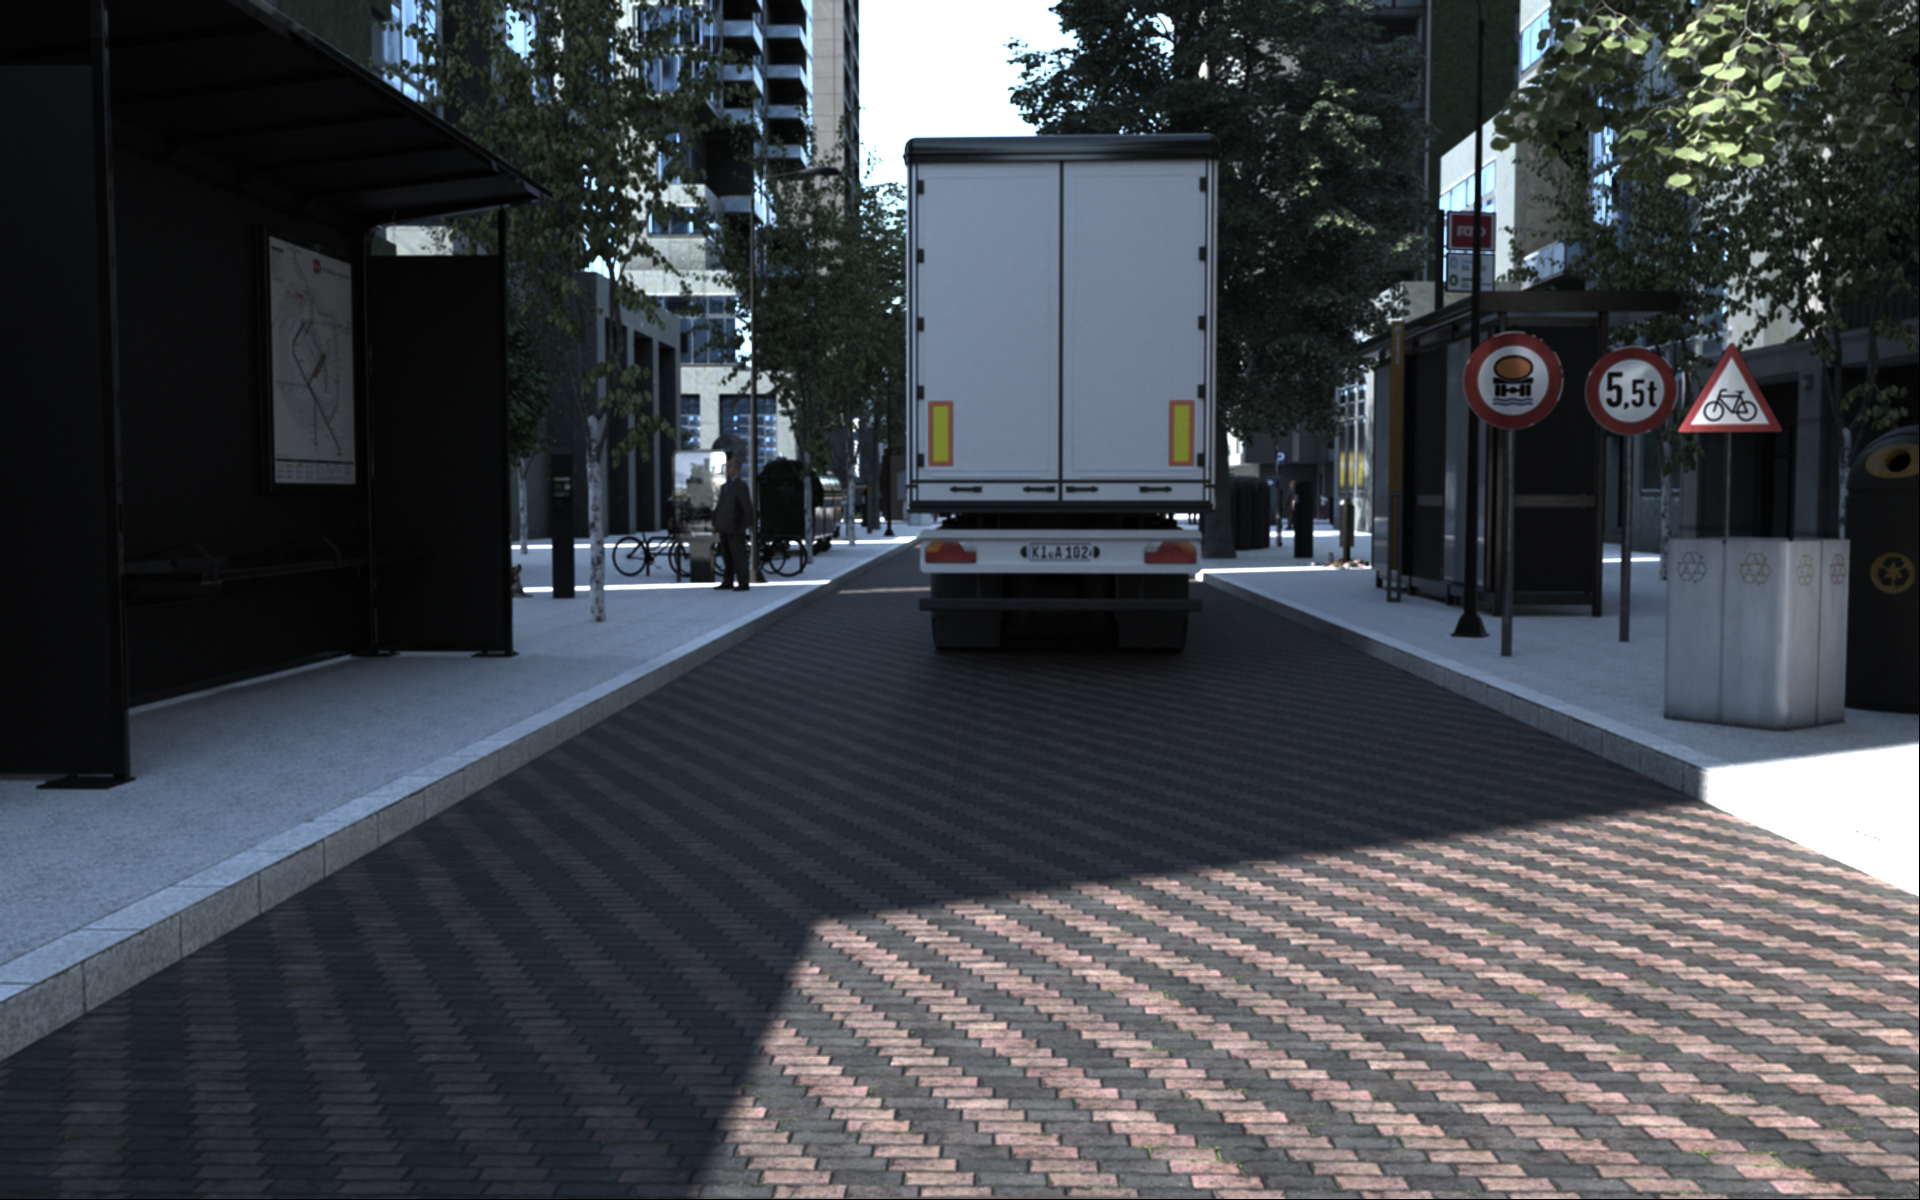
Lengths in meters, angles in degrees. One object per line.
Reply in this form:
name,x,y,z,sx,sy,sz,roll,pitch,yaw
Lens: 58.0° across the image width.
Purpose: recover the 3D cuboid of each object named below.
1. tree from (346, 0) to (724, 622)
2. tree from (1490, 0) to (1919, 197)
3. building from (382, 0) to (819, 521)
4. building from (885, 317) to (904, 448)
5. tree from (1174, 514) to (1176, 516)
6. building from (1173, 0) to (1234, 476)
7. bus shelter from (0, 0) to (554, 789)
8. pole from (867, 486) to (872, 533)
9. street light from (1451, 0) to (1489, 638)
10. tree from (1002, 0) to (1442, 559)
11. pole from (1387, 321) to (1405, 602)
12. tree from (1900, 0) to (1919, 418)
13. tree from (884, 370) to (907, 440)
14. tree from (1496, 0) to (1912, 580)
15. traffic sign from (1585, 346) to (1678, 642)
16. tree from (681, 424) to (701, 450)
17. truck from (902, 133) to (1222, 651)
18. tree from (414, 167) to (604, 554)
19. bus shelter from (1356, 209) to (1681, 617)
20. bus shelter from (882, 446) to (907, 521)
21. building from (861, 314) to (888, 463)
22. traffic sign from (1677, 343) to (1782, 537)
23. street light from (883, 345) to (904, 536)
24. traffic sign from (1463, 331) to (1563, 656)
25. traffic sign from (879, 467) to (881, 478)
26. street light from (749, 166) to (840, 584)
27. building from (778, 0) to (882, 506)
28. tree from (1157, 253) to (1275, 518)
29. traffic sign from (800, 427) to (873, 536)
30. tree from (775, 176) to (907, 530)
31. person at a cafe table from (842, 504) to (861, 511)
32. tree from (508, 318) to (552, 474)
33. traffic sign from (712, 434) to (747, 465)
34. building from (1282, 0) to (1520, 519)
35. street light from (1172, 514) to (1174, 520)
tree,-3.792,-4.075,16.993,4.737,8.622,4.395,0,3,0
tree,4.600,-5.398,6.381,7.486,12.596,7.792,0,3,0
building,-19.373,-48.392,103.877,22.319,86.520,31.000,0,4,1
building,-23.249,-22.428,210.679,32.646,21.610,27.936,0,4,1
tree,12.609,-9.249,101.589,4.360,8.622,3.978,0,3,0
building,25.800,-30.052,115.059,21.300,48.544,21.600,0,4,1
bus shelter,-4.117,-1.181,10.597,1.731,3.624,6.357,0,4,2
pole,-2.948,-3.823,56.343,0.158,3.312,0.155,0,3,0
street light,4.070,-2.627,15.497,1.470,5.913,1.316,0,4,1
tree,5.196,-7.801,34.206,9.857,13.997,8.962,0,3,0
pole,5.165,-1.632,20.523,0.158,3.312,0.155,0,3,0
tree,10.347,-4.284,20.400,4.737,8.622,4.395,0,3,0
tree,-0.313,-12.459,129.460,9.928,11.665,9.643,0,3,0
tree,10.264,-4.595,25.492,4.737,8.622,4.395,0,3,0
traffic sign,5.788,-0.912,15.014,0.768,2.556,0.104,1,4,8
tree,-11.796,-5.108,67.226,4.285,4.588,4.351,0,3,0
truck,1.097,-1.850,19.155,2.839,4.237,11.283,0,4,3
tree,-9.414,-5.274,36.597,4.360,8.622,3.978,0,3,0
bus shelter,6.476,-2.725,22.191,2.179,5.291,8.768,0,4,1
bus shelter,-2.789,-5.761,85.469,1.731,3.624,6.357,0,4,1
building,-15.488,-20.100,185.056,16.016,20.091,11.380,0,4,1
traffic sign,6.639,-0.917,15.003,0.884,2.594,0.081,0,4,3
street light,-1.628,-4.912,52.853,1.470,5.913,1.316,0,4,1
traffic sign,4.331,-0.828,13.651,0.768,2.556,0.104,0,4,5
traffic sign,-3.645,-4.385,71.797,0.768,2.556,0.104,0,4,4
street light,-2.407,-3.191,24.716,1.470,5.913,1.316,0,4,1
building,-16.335,-42.799,138.023,20.563,71.187,20.611,0,4,1
tree,5.909,-7.653,50.875,9.928,11.665,9.643,0,3,0
traffic sign,-3.754,-3.590,52.566,2.265,3.308,0.079,0,4,8
tree,-2.702,-8.817,62.290,7.486,12.596,7.792,0,3,0
person at a cafe table,-6.556,-5.307,95.289,1.698,1.524,1.622,-2,4,-32
tree,-7.807,-2.628,26.677,4.285,4.588,4.351,0,3,0
traffic sign,-4.885,-2.235,36.652,0.768,2.556,0.104,0,4,4
building,21.831,-25.050,93.159,14.086,41.232,14.154,0,4,1
street light,4.857,-4.375,44.070,1.470,5.913,1.316,0,4,1
